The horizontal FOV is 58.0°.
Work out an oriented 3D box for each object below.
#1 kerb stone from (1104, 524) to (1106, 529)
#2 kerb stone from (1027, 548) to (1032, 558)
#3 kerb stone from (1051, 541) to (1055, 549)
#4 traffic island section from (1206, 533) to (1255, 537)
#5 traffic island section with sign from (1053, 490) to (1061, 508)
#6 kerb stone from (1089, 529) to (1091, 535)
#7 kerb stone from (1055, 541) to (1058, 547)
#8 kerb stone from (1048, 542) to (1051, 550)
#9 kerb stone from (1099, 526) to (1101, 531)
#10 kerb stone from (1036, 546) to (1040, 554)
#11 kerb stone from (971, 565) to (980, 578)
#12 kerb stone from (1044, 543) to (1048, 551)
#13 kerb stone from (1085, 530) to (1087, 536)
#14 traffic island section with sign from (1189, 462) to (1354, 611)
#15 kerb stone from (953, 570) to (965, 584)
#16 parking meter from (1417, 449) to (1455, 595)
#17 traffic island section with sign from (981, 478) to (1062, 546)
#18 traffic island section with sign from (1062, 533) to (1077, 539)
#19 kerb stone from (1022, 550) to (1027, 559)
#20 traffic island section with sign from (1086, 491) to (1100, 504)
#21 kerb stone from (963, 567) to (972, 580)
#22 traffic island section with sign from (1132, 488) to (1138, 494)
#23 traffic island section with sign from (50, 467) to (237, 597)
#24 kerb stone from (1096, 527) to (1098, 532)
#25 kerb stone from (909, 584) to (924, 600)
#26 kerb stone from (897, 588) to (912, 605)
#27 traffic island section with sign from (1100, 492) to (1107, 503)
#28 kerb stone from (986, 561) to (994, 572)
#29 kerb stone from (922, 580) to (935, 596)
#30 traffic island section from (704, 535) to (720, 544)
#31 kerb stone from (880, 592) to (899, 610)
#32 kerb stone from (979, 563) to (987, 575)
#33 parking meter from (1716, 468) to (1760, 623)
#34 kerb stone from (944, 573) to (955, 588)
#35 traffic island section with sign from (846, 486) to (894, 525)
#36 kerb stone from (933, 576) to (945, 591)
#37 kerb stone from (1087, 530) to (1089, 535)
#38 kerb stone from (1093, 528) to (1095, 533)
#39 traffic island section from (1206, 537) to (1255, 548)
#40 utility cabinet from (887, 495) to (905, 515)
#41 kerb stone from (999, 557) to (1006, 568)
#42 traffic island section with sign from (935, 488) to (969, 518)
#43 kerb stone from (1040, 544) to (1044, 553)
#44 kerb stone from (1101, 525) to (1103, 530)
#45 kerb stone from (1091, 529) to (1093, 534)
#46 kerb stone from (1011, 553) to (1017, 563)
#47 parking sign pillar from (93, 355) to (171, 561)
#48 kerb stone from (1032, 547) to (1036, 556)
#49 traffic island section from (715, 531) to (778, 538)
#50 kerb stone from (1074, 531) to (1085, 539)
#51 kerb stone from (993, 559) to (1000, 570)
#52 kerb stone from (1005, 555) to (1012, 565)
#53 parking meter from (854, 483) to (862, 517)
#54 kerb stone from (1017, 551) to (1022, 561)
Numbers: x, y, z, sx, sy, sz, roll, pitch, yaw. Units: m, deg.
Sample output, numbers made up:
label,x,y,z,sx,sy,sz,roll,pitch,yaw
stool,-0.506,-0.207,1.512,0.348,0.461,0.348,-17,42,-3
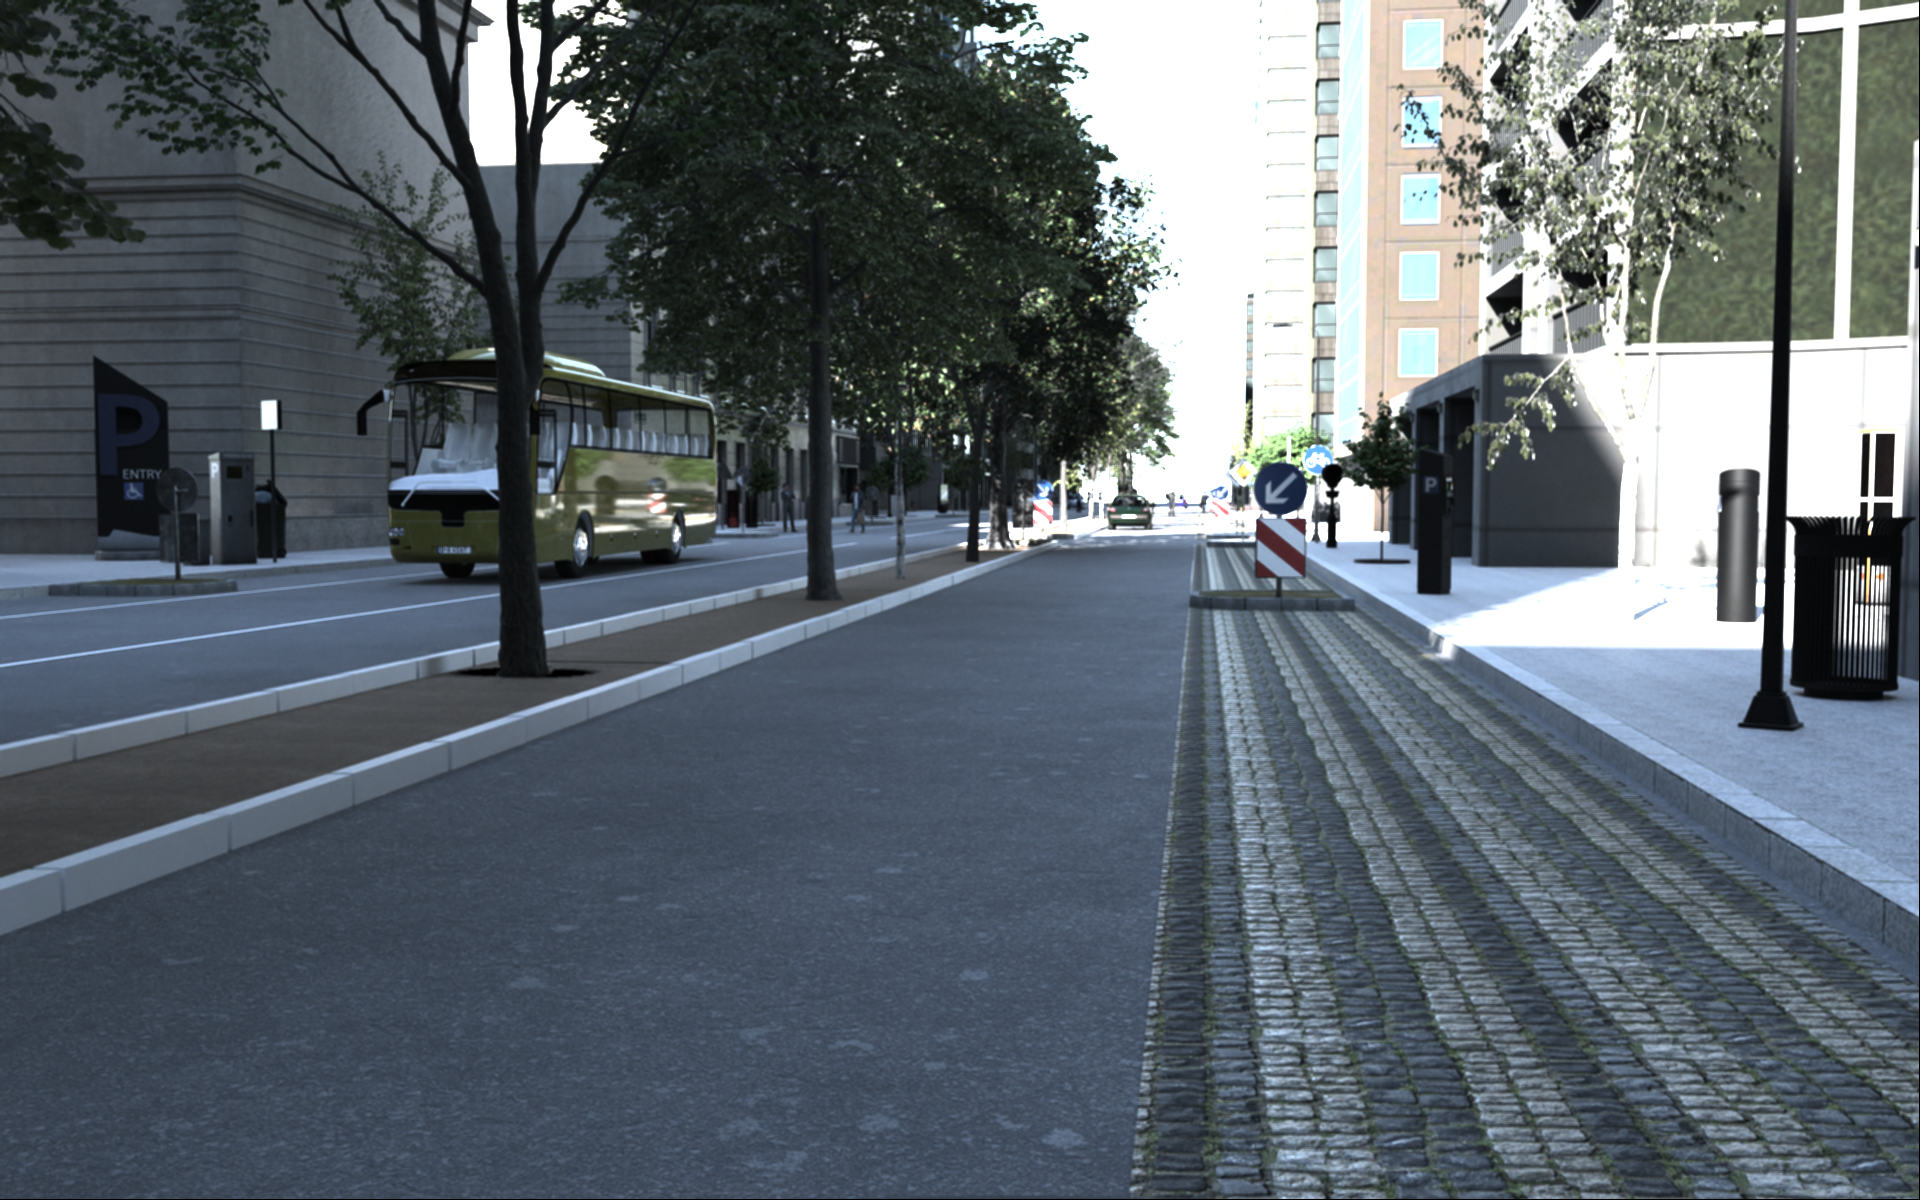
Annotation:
label,x,y,z,sx,sy,sz,roll,pitch,yaw
kerb stone,5.605,-2.857,68.932,0.120,0.150,1.000,0,4,8
kerb stone,1.452,-1.025,38.963,0.120,0.150,1.000,0,4,8
kerb stone,2.294,-1.391,45.051,0.120,0.150,1.000,0,4,8
traffic island section,8.859,-2.021,55.328,2.009,0.180,2.903,0,4,8
traffic island section with sign,10.214,-10.688,183.372,1.989,1.847,2.006,0,4,8
kerb stone,4.332,-2.299,59.787,0.120,0.150,1.000,0,4,8
kerb stone,2.435,-1.460,46.073,0.120,0.150,1.000,0,4,8
kerb stone,2.152,-1.333,44.038,0.120,0.150,1.000,0,4,8
kerb stone,5.177,-2.672,65.888,0.120,0.150,1.000,0,4,8
kerb stone,1.733,-1.150,40.995,0.120,0.150,1.000,0,4,8
kerb stone,0.174,-0.466,29.809,0.120,0.150,1.000,0,4,8
kerb stone,2.014,-1.269,43.025,0.120,0.150,1.000,0,4,8
kerb stone,4.049,-2.171,57.763,0.120,0.150,1.000,0,4,8
traffic island section with sign,3.937,-0.822,22.067,1.989,1.847,2.006,0,4,8
kerb stone,-0.094,-0.342,27.782,0.120,0.150,1.000,0,4,8
parking meter,6.101,-1.008,22.197,0.399,1.863,0.255,3,5,43
traffic island section with sign,1.702,-2.468,48.496,2.006,1.907,1.989,0,4,8
traffic island section with sign,2.729,-2.917,55.832,2.006,1.907,1.989,0,4,8
kerb stone,1.305,-0.963,37.951,0.120,0.150,1.000,0,4,8
traffic island section with sign,17.751,-14.015,237.774,1.989,1.847,2.006,0,4,8
kerb stone,0.038,-0.404,28.795,0.120,0.150,1.000,0,4,8
traffic island section with sign,13.037,-7.470,130.263,2.006,1.907,1.989,0,4,8
traffic island section with sign,-11.708,-1.012,25.177,1.989,1.847,2.006,0,4,8
kerb stone,4.902,-2.548,63.859,0.120,0.150,1.000,0,4,8
kerb stone,-0.662,-0.087,23.708,0.120,0.150,1.000,0,4,8
kerb stone,-0.805,-0.025,22.695,0.120,0.150,1.000,0,4,8
traffic island section with sign,21.452,-15.648,264.475,1.989,1.847,2.006,0,4,8
kerb stone,0.453,-0.590,31.836,0.120,0.150,1.000,0,4,8
kerb stone,-0.522,-0.147,24.735,0.120,0.150,1.000,0,4,8
traffic island section,-8.324,-1.674,49.645,2.009,0.180,2.903,0,4,8
kerb stone,-0.941,0.032,21.677,0.120,0.150,1.000,0,4,8
kerb stone,0.320,-0.528,30.821,0.120,0.150,1.000,0,4,8
parking meter,7.781,-0.545,17.325,0.372,1.533,0.369,0,3,0
kerb stone,-0.249,-0.280,26.767,0.120,0.150,1.000,0,4,8
traffic island section with sign,-4.110,-4.368,80.048,1.989,1.847,2.006,0,4,8
kerb stone,-0.389,-0.214,25.748,0.120,0.150,1.000,0,4,8
kerb stone,4.189,-2.237,58.775,0.120,0.150,1.000,0,4,8
kerb stone,4.623,-2.424,61.829,0.120,0.150,1.000,0,4,8
traffic island section,7.763,-1.537,47.418,2.009,0.180,2.903,0,4,8
utility cabinet,-3.908,-5.789,105.817,1.020,1.237,0.306,-2,4,-24
kerb stone,0.742,-0.709,33.873,0.120,0.150,1.000,0,4,8
traffic island section with sign,-0.406,-6.001,106.748,1.989,1.847,2.006,0,4,8
kerb stone,1.872,-1.212,42.012,0.120,0.150,1.000,0,4,8
kerb stone,5.328,-2.733,66.899,0.120,0.150,1.000,0,4,8
kerb stone,4.481,-2.362,60.807,0.120,0.150,1.000,0,4,8
kerb stone,1.026,-0.838,35.916,0.120,0.150,1.000,0,4,8
parking sign pillar,-16.192,-2.779,33.902,1.447,3.967,1.447,-2,4,-24
kerb stone,1.588,-1.087,39.976,0.120,0.150,1.000,0,4,8
traffic island section,-7.228,-2.157,57.554,2.009,0.180,2.903,0,4,8
kerb stone,3.916,-2.113,56.747,0.120,0.150,1.000,0,4,8
kerb stone,0.600,-0.652,32.856,0.120,0.150,1.000,0,4,8
kerb stone,0.876,-0.773,34.896,0.120,0.150,1.000,0,4,8
parking meter,-5.187,-5.045,88.205,0.399,1.863,0.255,-1,4,-12
kerb stone,1.166,-0.901,36.928,0.120,0.150,1.000,0,4,8
